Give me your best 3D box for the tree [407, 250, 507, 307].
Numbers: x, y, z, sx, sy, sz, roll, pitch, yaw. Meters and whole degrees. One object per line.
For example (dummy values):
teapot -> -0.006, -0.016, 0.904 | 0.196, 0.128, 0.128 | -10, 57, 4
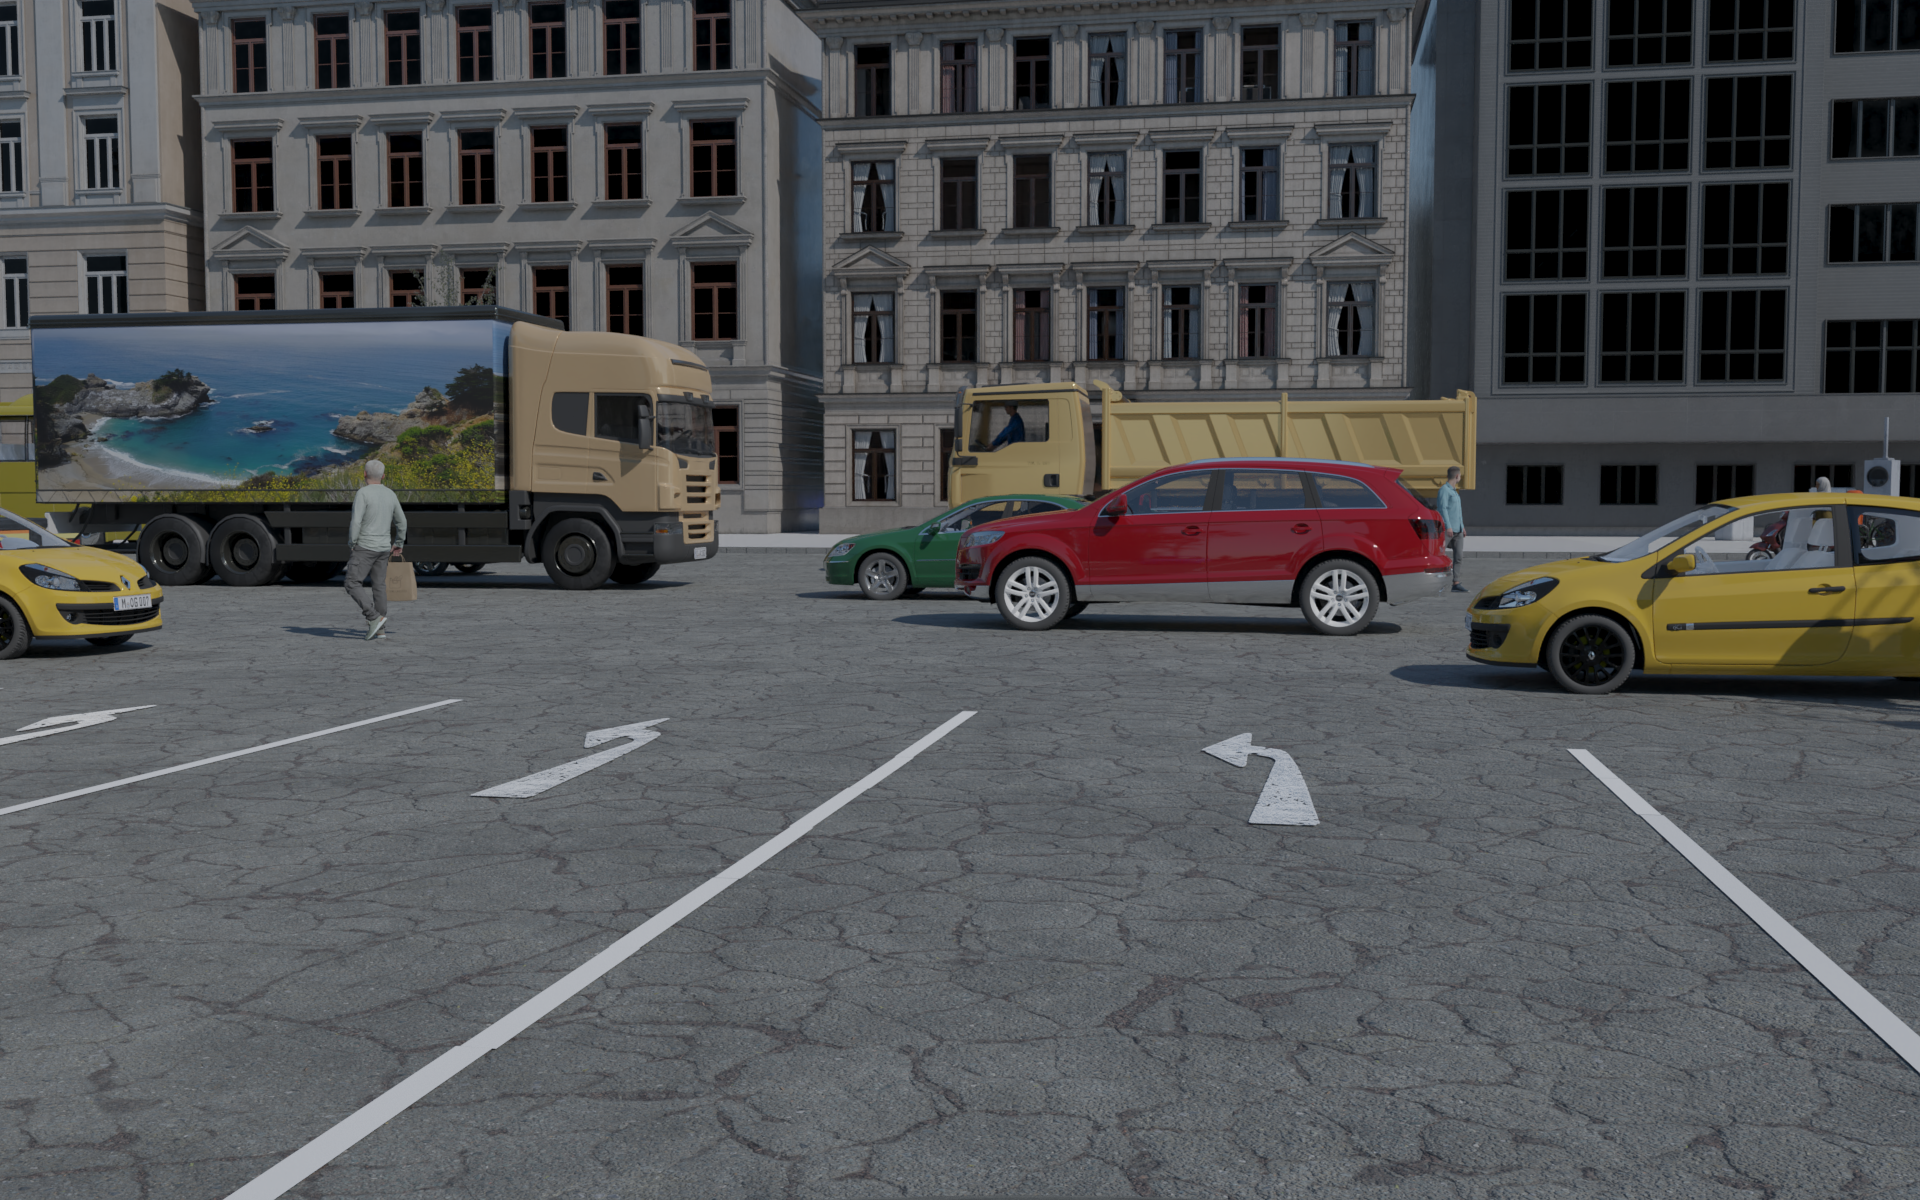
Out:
tree -> -14.838, -6.213, 51.941 | 4.360, 8.622, 3.978 | 0, 3, 0

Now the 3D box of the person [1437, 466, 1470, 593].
person -> 7.122, -1.039, 25.345 | 0.638, 1.841, 0.748 | -3, 5, -40

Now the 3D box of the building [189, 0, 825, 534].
building -> -14.767, -13.759, 61.117 | 21.152, 22.565, 11.583 | 1, 4, 11

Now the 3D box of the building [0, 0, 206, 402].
building -> -34.911, -17.097, 65.443 | 20.117, 28.700, 13.634 | 1, 4, 11

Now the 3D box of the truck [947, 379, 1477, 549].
truck -> 3.844, -2.111, 30.444 | 9.791, 3.379, 3.469 | 1, 4, 9

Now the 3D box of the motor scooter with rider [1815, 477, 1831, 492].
motor scooter with rider -> 15.263, -1.366, 31.292 | 1.986, 1.779, 0.876 | 1, 4, 12

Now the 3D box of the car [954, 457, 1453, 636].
car -> 2.565, -0.612, 18.680 | 5.304, 1.827, 2.281 | 1, 4, 12

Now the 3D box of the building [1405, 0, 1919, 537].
building -> 29.970, -14.413, 54.726 | 30.058, 24.678, 14.314 | 1, 4, 11

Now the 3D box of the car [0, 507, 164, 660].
car -> -9.383, -0.346, 15.879 | 3.980, 1.641, 2.015 | 1, 4, 9

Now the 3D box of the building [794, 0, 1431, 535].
building -> 5.323, -11.790, 57.395 | 19.286, 19.102, 10.561 | 1, 4, 11

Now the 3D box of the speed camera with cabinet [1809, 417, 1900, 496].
speed camera with cabinet -> 23.258, -3.103, 45.067 | 0.660, 3.252, 2.038 | -3, 5, -41

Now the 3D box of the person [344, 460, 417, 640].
person -> -5.759, -0.508, 17.289 | 0.515, 1.767, 0.782 | 2, 4, 26

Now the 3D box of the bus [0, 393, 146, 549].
bus -> -23.756, -3.146, 42.976 | 12.252, 3.916, 2.896 | 1, 4, 11

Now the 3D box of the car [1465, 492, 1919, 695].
car -> 5.832, -0.162, 12.872 | 3.980, 1.641, 2.015 | 1, 4, 12

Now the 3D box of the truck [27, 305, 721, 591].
truck -> -8.834, -2.349, 27.318 | 11.283, 4.237, 2.839 | 1, 4, 11

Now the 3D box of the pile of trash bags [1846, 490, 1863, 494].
pile of trash bags -> 22.131, -1.979, 42.108 | 1.912, 1.369, 3.447 | 3, 5, 41

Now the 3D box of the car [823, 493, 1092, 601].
car -> 0.530, -0.738, 23.858 | 4.920, 1.459, 2.131 | 1, 4, 11

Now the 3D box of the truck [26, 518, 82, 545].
truck -> -27.035, -2.790, 35.381 | 18.799, 4.110, 2.967 | 1, 4, 12

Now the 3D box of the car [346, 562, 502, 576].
car -> -10.488, -1.371, 31.206 | 4.718, 1.807, 1.959 | 1, 4, 10
